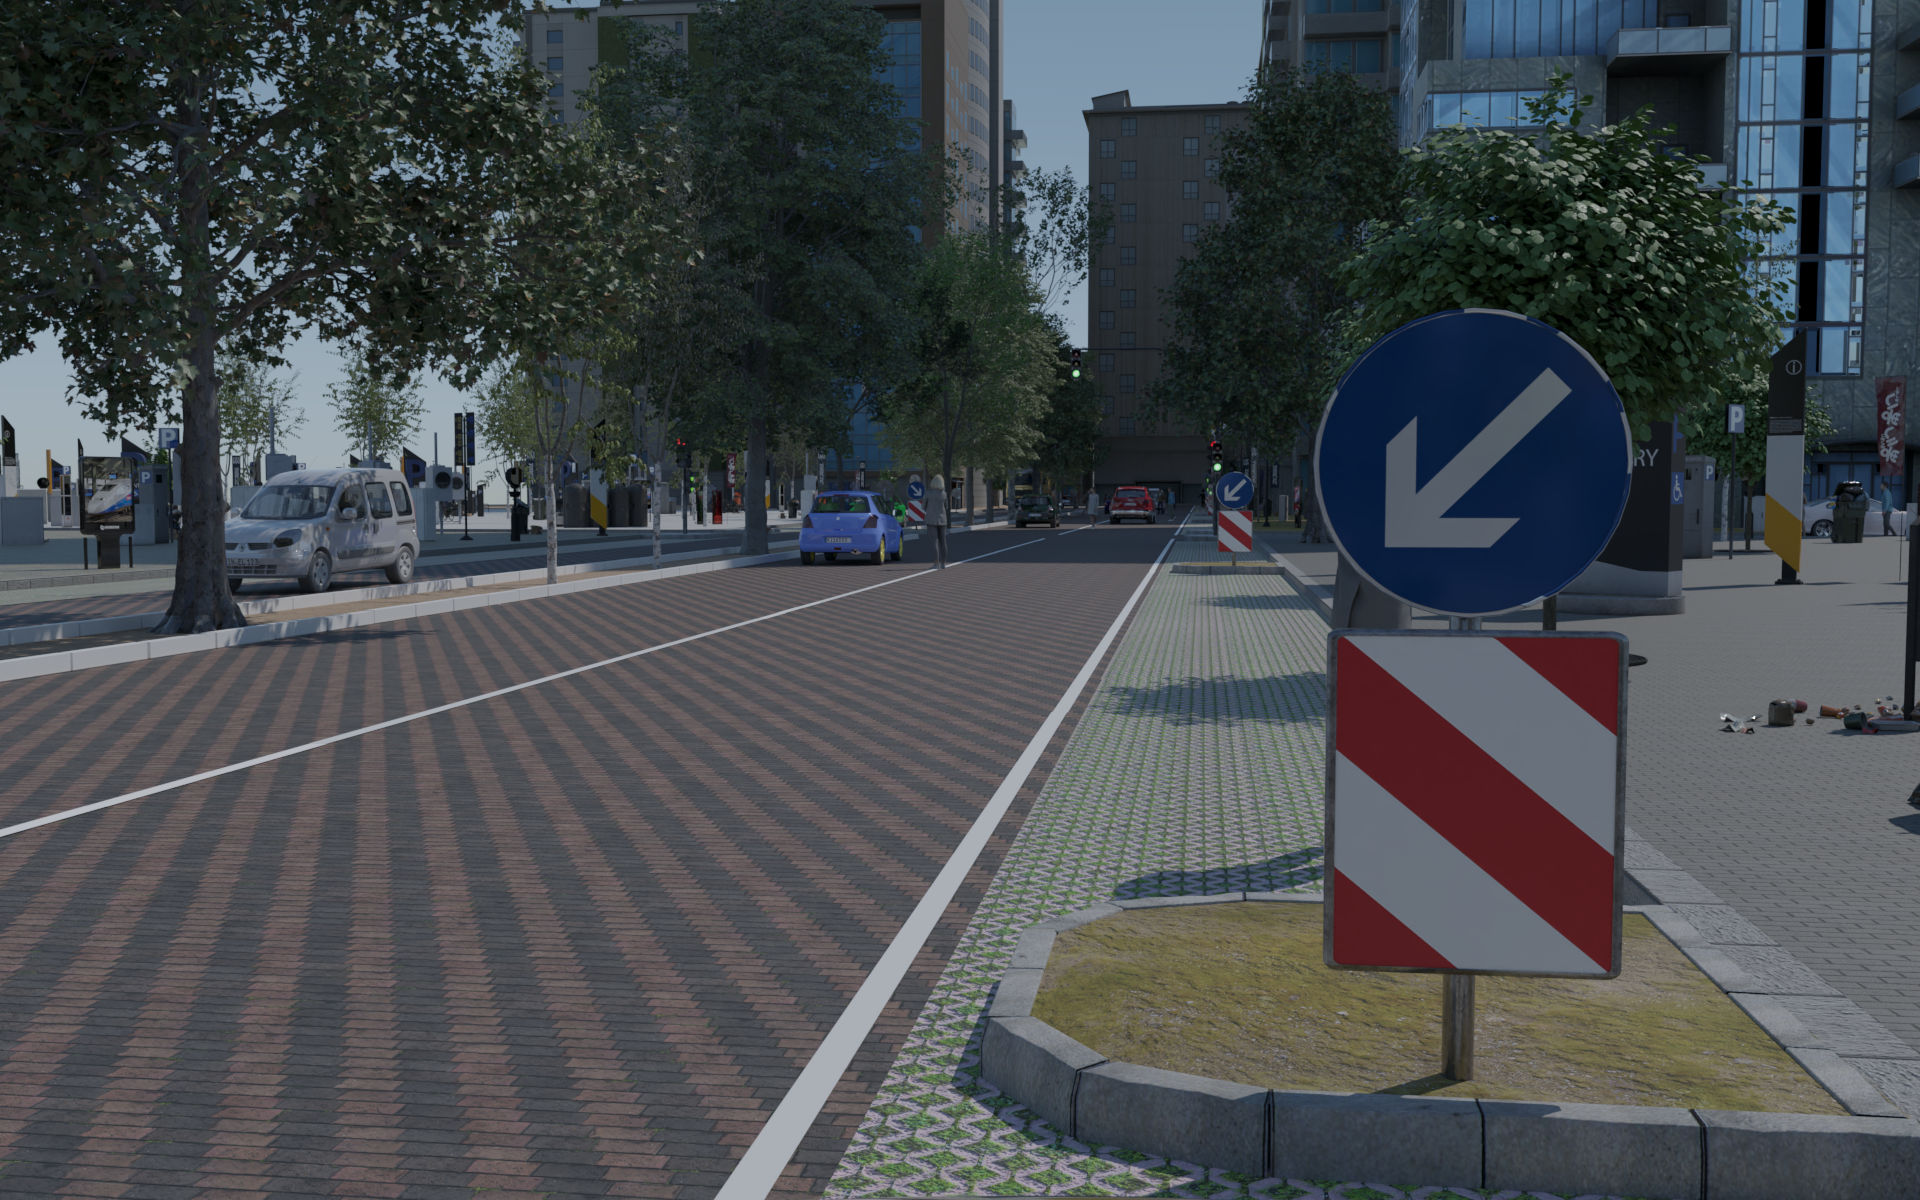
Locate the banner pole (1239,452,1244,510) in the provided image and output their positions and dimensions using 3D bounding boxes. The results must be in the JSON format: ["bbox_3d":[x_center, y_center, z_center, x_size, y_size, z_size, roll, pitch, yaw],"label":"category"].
[{"bbox_3d":[16.868,-6.904,102.905,0.863,3.779,0.401,0,4,4],"label":"banner pole"}]

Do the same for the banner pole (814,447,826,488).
[{"bbox_3d":[-6.900,-5.794,84.746,0.863,3.779,0.401,2,4,28],"label":"banner pole"}]

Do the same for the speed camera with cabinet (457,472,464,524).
[{"bbox_3d":[-21.864,-4.793,72.695,2.038,3.252,0.660,-1,4,-21],"label":"speed camera with cabinet"}]

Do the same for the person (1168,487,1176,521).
[{"bbox_3d":[11.199,-5.057,91.526,0.444,1.785,0.601,2,4,32],"label":"person"}]

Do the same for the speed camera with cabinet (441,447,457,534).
[{"bbox_3d":[-17.157,-3.704,54.903,2.038,3.252,0.660,-3,5,-42],"label":"speed camera with cabinet"}]

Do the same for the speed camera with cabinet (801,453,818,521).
[{"bbox_3d":[-7.184,-5.401,82.639,0.660,3.252,2.038,0,4,2],"label":"speed camera with cabinet"}]

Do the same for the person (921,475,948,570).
[{"bbox_3d":[-0.499,-1.491,33.058,0.537,1.800,0.526,-1,4,-17],"label":"person"}]

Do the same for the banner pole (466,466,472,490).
[{"bbox_3d":[-39.802,-9.210,140.597,0.401,3.779,0.863,1,4,20],"label":"banner pole"}]

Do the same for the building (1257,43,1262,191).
[{"bbox_3d":[39.092,-31.133,163.647,22.147,44.769,28.867,0,4,8],"label":"building"}]

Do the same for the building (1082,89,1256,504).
[{"bbox_3d":[31.057,-39.386,233.198,27.495,52.752,28.713,0,4,8],"label":"building"}]

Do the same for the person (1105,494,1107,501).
[{"bbox_3d":[15.069,-10.215,178.767,0.557,1.426,1.065,1,4,18],"label":"person"}]

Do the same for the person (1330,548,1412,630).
[{"bbox_3d":[1.663,0.095,6.745,0.447,1.846,0.655,0,4,1],"label":"person"}]

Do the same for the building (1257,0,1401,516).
[{"bbox_3d":[31.245,-30.182,113.080,23.786,49.044,30.456,0,4,8],"label":"building"}]

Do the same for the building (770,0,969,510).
[{"bbox_3d":[-7.073,-30.349,146.310,14.600,45.320,14.200,0,4,8],"label":"building"}]

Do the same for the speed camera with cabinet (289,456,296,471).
[{"bbox_3d":[-15.307,-2.726,38.904,0.660,3.252,2.038,-1,4,-16],"label":"speed camera with cabinet"}]

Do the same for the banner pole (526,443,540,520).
[{"bbox_3d":[-20.768,-5.779,84.508,0.863,3.779,0.401,-2,4,-29],"label":"banner pole"}]

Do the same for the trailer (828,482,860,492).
[{"bbox_3d":[-5.531,-4.518,80.918,1.471,1.999,3.904,0,4,8],"label":"trailer"}]

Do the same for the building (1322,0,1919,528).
[{"bbox_3d":[30.433,-46.294,69.581,31.000,86.520,22.319,0,4,8],"label":"building"}]

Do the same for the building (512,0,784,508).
[{"bbox_3d":[-37.418,-40.667,206.897,28.212,58.520,21.231,0,4,8],"label":"building"}]

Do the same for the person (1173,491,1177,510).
[{"bbox_3d":[19.838,-9.222,160.206,0.541,1.710,0.530,-2,4,-35],"label":"person"}]

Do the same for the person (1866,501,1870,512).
[{"bbox_3d":[27.370,-2.693,52.871,0.623,1.781,0.721,-2,4,-33],"label":"person"}]

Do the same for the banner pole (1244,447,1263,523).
[{"bbox_3d":[13.289,-5.368,77.776,0.401,3.779,0.863,-2,4,-24],"label":"banner pole"}]

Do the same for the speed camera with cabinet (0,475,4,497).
[{"bbox_3d":[-45.021,-5.409,82.777,0.660,3.252,2.038,1,4,21],"label":"speed camera with cabinet"}]

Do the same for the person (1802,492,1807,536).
[{"bbox_3d":[25.962,-2.738,53.613,0.599,1.781,0.374,-1,4,-12],"label":"person"}]

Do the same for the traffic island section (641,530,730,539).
[{"bbox_3d":[-8.884,-2.054,55.870,2.009,0.180,2.903,0,4,8],"label":"traffic island section"}]

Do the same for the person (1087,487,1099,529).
[{"bbox_3d":[5.417,-3.752,70.592,0.466,1.731,0.760,0,4,-4],"label":"person"}]

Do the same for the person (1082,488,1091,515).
[{"bbox_3d":[8.727,-6.690,117.848,0.822,1.834,0.622,1,4,22],"label":"person"}]

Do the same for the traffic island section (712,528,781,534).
[{"bbox_3d":[-7.777,-2.538,63.778,2.009,0.180,2.903,0,4,8],"label":"traffic island section"}]

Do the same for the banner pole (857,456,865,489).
[{"bbox_3d":[-6.570,-7.615,114.521,0.863,3.779,0.401,-3,5,-43],"label":"banner pole"}]

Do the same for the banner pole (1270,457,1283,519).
[{"bbox_3d":[16.523,-6.117,90.038,0.863,3.779,0.401,1,4,14],"label":"banner pole"}]

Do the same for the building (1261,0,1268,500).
[{"bbox_3d":[31.722,-28.067,142.484,14.154,41.232,14.086,0,4,8],"label":"building"}]

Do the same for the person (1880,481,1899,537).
[{"bbox_3d":[28.389,-2.717,52.936,0.620,1.820,0.660,2,4,25],"label":"person"}]

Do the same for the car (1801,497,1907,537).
[{"bbox_3d":[28.320,-2.587,54.660,4.827,1.381,2.083,0,4,6],"label":"car"}]

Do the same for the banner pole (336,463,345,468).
[{"bbox_3d":[-50.238,-9.214,140.659,0.863,3.779,0.401,-1,4,-22],"label":"banner pole"}]

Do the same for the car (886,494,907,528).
[{"bbox_3d":[-3.225,-3.597,67.603,1.959,1.807,4.718,0,4,8],"label":"car"}]

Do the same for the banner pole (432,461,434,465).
[{"bbox_3d":[-39.162,-8.534,129.545,0.401,3.779,0.863,3,5,39],"label":"banner pole"}]

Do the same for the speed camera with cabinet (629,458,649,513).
[{"bbox_3d":[-18.275,-6.155,94.973,2.038,3.252,0.660,-1,4,-9],"label":"speed camera with cabinet"}]

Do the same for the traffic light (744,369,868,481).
[{"bbox_3d":[-5.655,-5.426,63.383,4.771,5.953,1.251,0,4,8],"label":"traffic light"}]

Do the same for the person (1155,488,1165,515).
[{"bbox_3d":[13.813,-6.802,119.625,0.656,1.842,0.836,0,4,-6],"label":"person"}]

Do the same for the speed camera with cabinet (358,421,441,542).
[{"bbox_3d":[-15.341,-3.234,47.209,2.038,3.252,0.660,1,4,15],"label":"speed camera with cabinet"}]

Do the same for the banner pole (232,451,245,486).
[{"bbox_3d":[-40.938,-6.632,98.448,0.863,3.779,0.401,-3,4,-36],"label":"banner pole"}]

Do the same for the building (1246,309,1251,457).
[{"bbox_3d":[40.202,-26.223,200.440,14.160,30.474,14.107,0,4,8],"label":"building"}]

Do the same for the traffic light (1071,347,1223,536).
[{"bbox_3d":[5.821,-4.825,53.558,4.771,5.953,1.251,0,4,8],"label":"traffic light"}]

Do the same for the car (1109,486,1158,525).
[{"bbox_3d":[8.315,-4.554,83.131,2.281,1.827,5.304,1,4,9],"label":"car"}]

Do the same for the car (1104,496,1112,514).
[{"bbox_3d":[11.463,-6.944,126.109,1.945,1.354,3.894,1,4,9],"label":"car"}]

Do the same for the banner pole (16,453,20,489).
[{"bbox_3d":[-60.891,-7.443,111.714,0.863,3.779,0.401,2,4,23],"label":"banner pole"}]

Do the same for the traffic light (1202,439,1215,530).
[{"bbox_3d":[9.012,-4.428,61.317,0.839,4.253,0.868,0,4,8],"label":"traffic light"}]

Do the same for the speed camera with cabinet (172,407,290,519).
[{"bbox_3d":[-14.783,-2.491,35.066,2.038,3.252,0.660,-1,4,-14],"label":"speed camera with cabinet"}]

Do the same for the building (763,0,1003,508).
[{"bbox_3d":[-7.855,-38.250,167.389,21.231,58.520,28.212,0,4,8],"label":"building"}]

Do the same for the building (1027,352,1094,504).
[{"bbox_3d":[3.128,-24.035,238.018,28.899,21.520,27.650,0,4,8],"label":"building"}]

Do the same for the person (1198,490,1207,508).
[{"bbox_3d":[23.291,-9.641,165.757,1.348,1.869,0.705,3,4,38],"label":"person"}]

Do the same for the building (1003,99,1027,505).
[{"bbox_3d":[-7.835,-35.610,201.832,30.456,49.044,23.786,0,4,8],"label":"building"}]

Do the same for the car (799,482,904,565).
[{"bbox_3d":[-2.219,-1.632,36.267,1.945,1.707,3.694,0,4,7],"label":"car"}]

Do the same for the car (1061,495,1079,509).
[{"bbox_3d":[10.852,-9.798,172.771,1.945,1.354,3.894,1,4,9],"label":"car"}]

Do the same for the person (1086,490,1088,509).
[{"bbox_3d":[12.245,-9.652,166.389,0.705,1.814,1.350,0,4,0],"label":"person"}]

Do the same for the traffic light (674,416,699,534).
[{"bbox_3d":[-8.846,-4.086,55.729,0.839,4.253,0.868,0,4,8],"label":"traffic light"}]

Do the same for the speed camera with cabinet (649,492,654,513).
[{"bbox_3d":[-20.929,-7.491,116.818,0.660,3.252,2.038,2,4,27],"label":"speed camera with cabinet"}]

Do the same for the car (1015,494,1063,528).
[{"bbox_3d":[3.355,-3.936,74.141,2.009,1.686,4.222,0,4,7],"label":"car"}]

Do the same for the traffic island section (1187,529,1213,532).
[{"bbox_3d":[9.050,-2.394,61.426,2.009,0.180,2.903,0,4,8],"label":"traffic island section"}]
